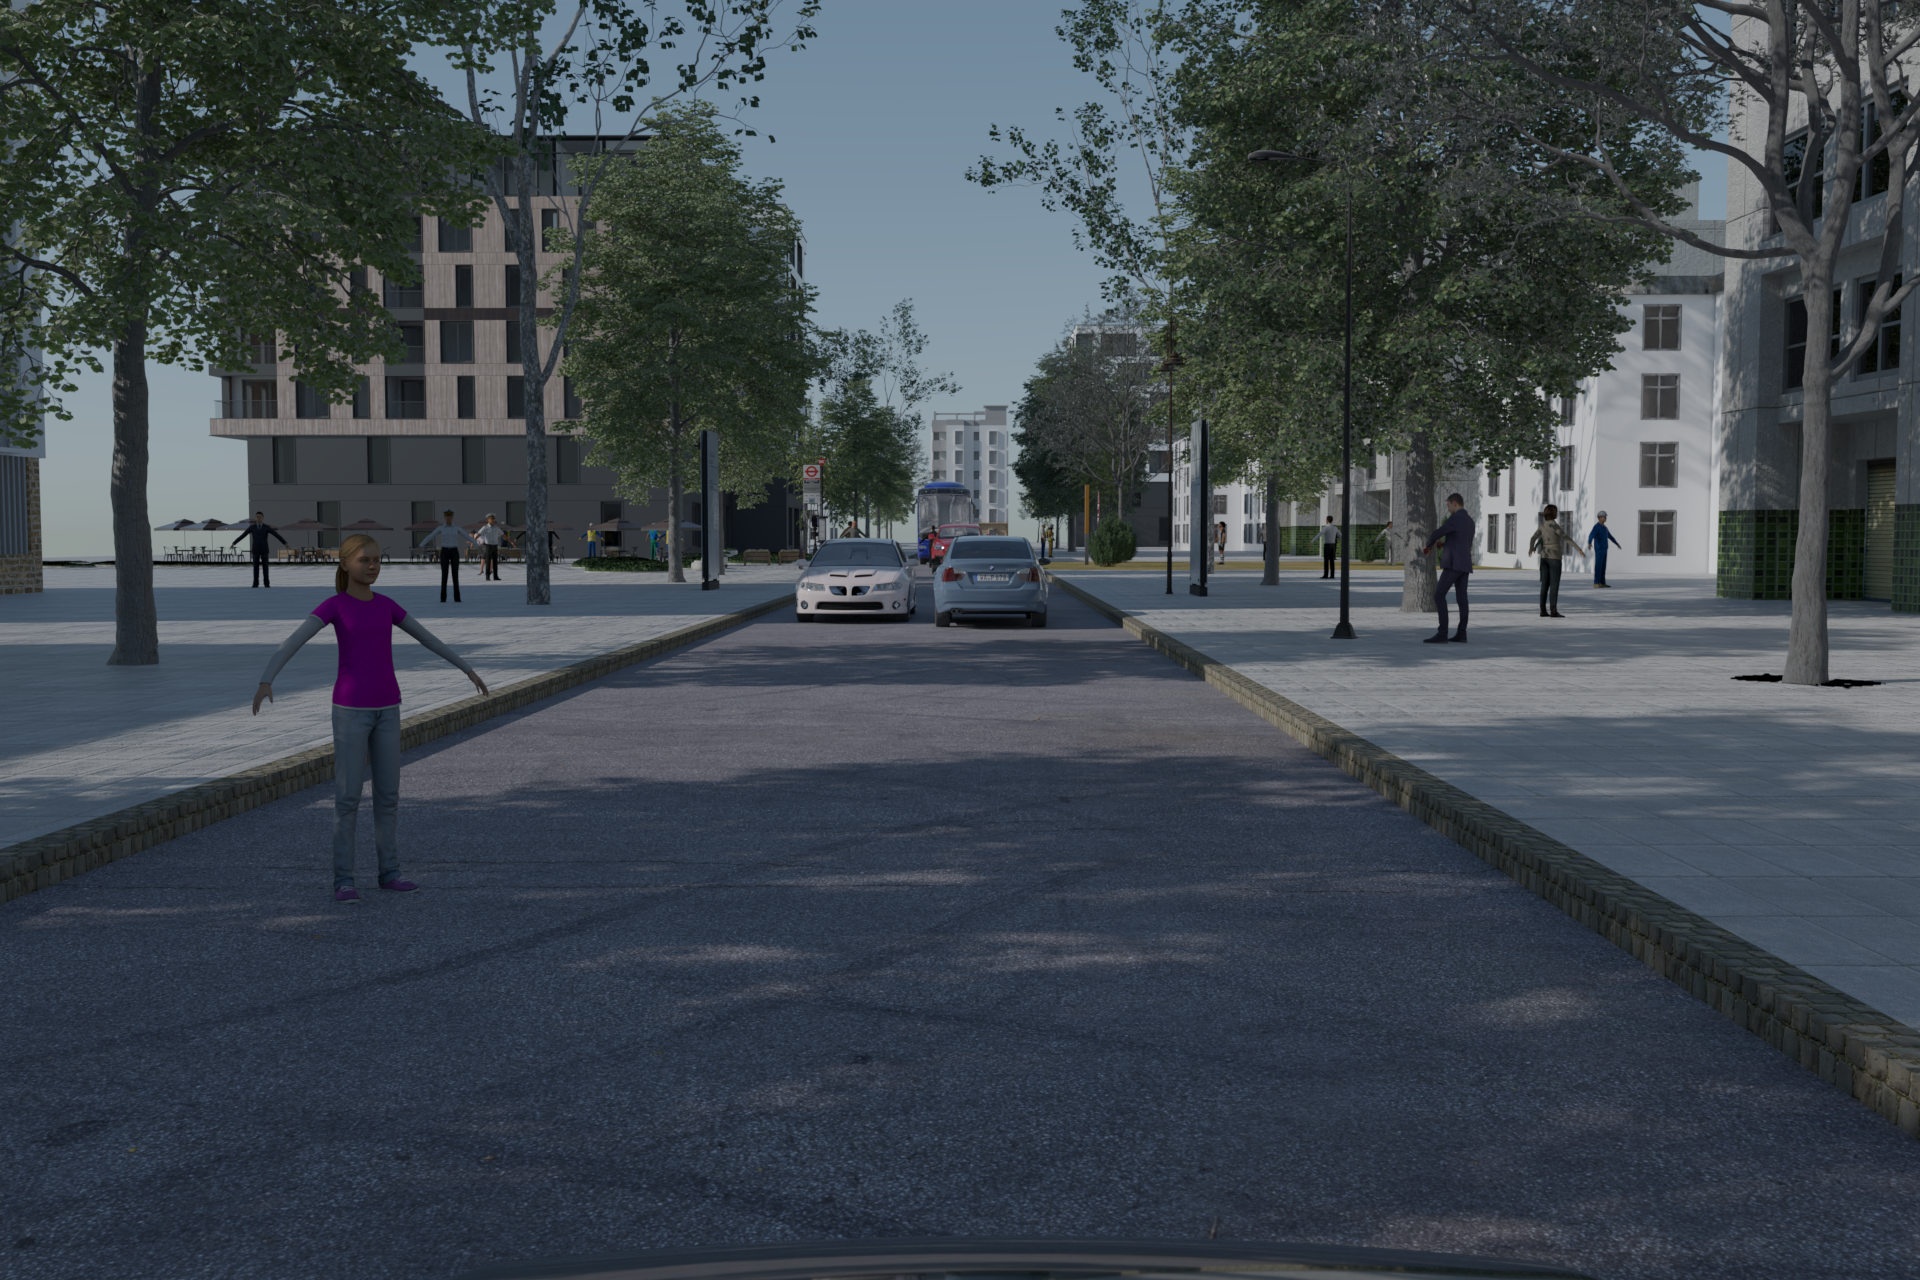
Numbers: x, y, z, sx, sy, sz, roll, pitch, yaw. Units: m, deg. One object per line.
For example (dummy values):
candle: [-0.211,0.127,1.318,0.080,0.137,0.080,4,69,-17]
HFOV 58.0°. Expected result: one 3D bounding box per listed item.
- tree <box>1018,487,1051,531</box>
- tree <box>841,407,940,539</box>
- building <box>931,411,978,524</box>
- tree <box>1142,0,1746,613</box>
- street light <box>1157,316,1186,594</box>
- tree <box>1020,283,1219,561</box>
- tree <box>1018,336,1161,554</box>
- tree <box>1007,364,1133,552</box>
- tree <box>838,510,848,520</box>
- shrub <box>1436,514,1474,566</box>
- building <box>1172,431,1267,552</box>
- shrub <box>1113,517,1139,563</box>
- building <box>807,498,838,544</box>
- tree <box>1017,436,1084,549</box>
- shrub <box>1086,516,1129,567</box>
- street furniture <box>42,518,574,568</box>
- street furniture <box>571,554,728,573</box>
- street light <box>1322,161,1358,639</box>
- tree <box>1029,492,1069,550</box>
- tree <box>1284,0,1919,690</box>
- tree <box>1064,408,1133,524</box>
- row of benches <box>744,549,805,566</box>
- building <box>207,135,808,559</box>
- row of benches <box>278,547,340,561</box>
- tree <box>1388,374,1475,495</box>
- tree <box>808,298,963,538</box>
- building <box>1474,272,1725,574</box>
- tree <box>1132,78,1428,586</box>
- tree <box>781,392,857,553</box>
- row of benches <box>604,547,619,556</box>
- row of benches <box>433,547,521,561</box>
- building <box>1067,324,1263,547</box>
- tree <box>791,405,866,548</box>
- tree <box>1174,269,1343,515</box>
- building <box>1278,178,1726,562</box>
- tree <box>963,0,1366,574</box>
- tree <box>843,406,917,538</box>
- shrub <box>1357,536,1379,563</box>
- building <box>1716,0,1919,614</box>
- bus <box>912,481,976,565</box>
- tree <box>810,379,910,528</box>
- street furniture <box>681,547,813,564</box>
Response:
tree: [7.909,-13.248,166.974,4.737,8.622,4.395,0,3,0]
tree: [-6.992,-15.620,165.758,12.009,13.543,11.850,0,3,0]
building: [-4.057,-24.440,258.467,11.380,20.090,16.016,0,4,6]
tree: [7.586,-7.426,28.075,9.857,13.997,8.962,0,3,0]
street light: [4.478,-3.919,36.870,0.468,5.910,1.993,0,4,1]
tree: [7.892,-10.599,83.656,12.009,13.543,11.850,0,3,0]
tree: [8.225,-12.439,110.029,9.857,13.997,8.962,0,3,0]
tree: [7.967,-13.305,124.185,9.857,13.997,8.962,0,3,0]
tree: [-19.688,-19.887,259.566,7.601,10.594,8.767,1,4,9]
shrub: [18.176,-3.681,64.218,1.661,2.075,1.752,0,3,0]
building: [22.263,-11.671,132.966,9.099,9.664,28.070,0,4,1]
shrub: [7.142,-4.436,76.940,1.690,2.028,1.600,0,3,0]
building: [-20.470,-17.510,228.440,9.099,9.664,28.070,0,4,1]
tree: [8.620,-13.725,150.158,9.928,11.665,9.643,0,3,0]
shrub: [5.753,-3.858,67.494,1.690,2.028,1.600,0,3,0]
street furniture: [-30.804,-4.044,71.151,27.439,1.986,14.083,0,4,7]
street furniture: [-11.067,-2.843,62.107,5.734,0.657,10.072,-1,4,-12]
street light: [5.268,-2.971,21.117,1.470,5.913,1.316,0,4,0]
tree: [8.082,-11.535,138.954,4.360,8.622,3.978,0,3,0]
tree: [7.419,-6.371,14.529,12.009,13.543,11.850,0,3,0]
tree: [8.147,-9.053,98.379,4.737,8.622,4.395,0,3,0]
row of benches: [-6.993,-3.409,71.199,4.104,0.672,1.422,-1,4,-10]
building: [-24.727,-15.987,105.357,27.936,21.610,32.646,0,4,0]
row of benches: [-29.978,-3.980,80.532,4.104,0.672,1.422,2,4,26]
tree: [20.028,-7.697,76.205,4.360,8.622,3.978,0,3,0]
tree: [-6.581,-17.317,139.020,12.611,20.169,13.585,0,3,0]
building: [25.207,-6.995,56.512,9.099,9.664,28.070,0,4,1]
tree: [7.987,-7.659,43.353,7.486,12.596,7.792,0,3,0]
tree: [-7.739,-8.583,90.691,4.737,8.622,4.395,0,3,0]
row of benches: [-16.441,-4.062,81.872,1.422,0.672,4.104,-1,4,-13]
row of benches: [-22.680,-4.015,81.102,4.104,0.672,1.422,-2,4,-25]
building: [25.317,-20.869,185.183,27.936,21.610,32.646,0,4,0]
tree: [-7.649,-8.980,97.186,4.737,8.622,4.395,0,3,0]
tree: [12.675,-9.349,70.988,7.486,12.596,7.792,0,3,0]
building: [28.236,-13.960,94.710,16.747,18.905,31.486,0,4,0]
tree: [6.981,-12.250,56.175,12.611,20.169,13.585,0,3,0]
tree: [-7.371,-14.384,153.302,7.486,12.596,7.792,0,3,0]
shrub: [18.222,-4.052,77.366,1.383,1.207,1.383,0,3,0]
building: [23.589,-9.322,18.874,16.747,18.905,31.486,0,4,1]
bus: [-0.710,-5.687,84.536,2.896,3.916,12.251,0,4,0]
tree: [-7.537,-12.735,126.344,7.486,12.596,7.792,0,3,0]
street furniture: [-9.441,-3.835,78.329,5.734,0.657,10.072,0,4,8]
